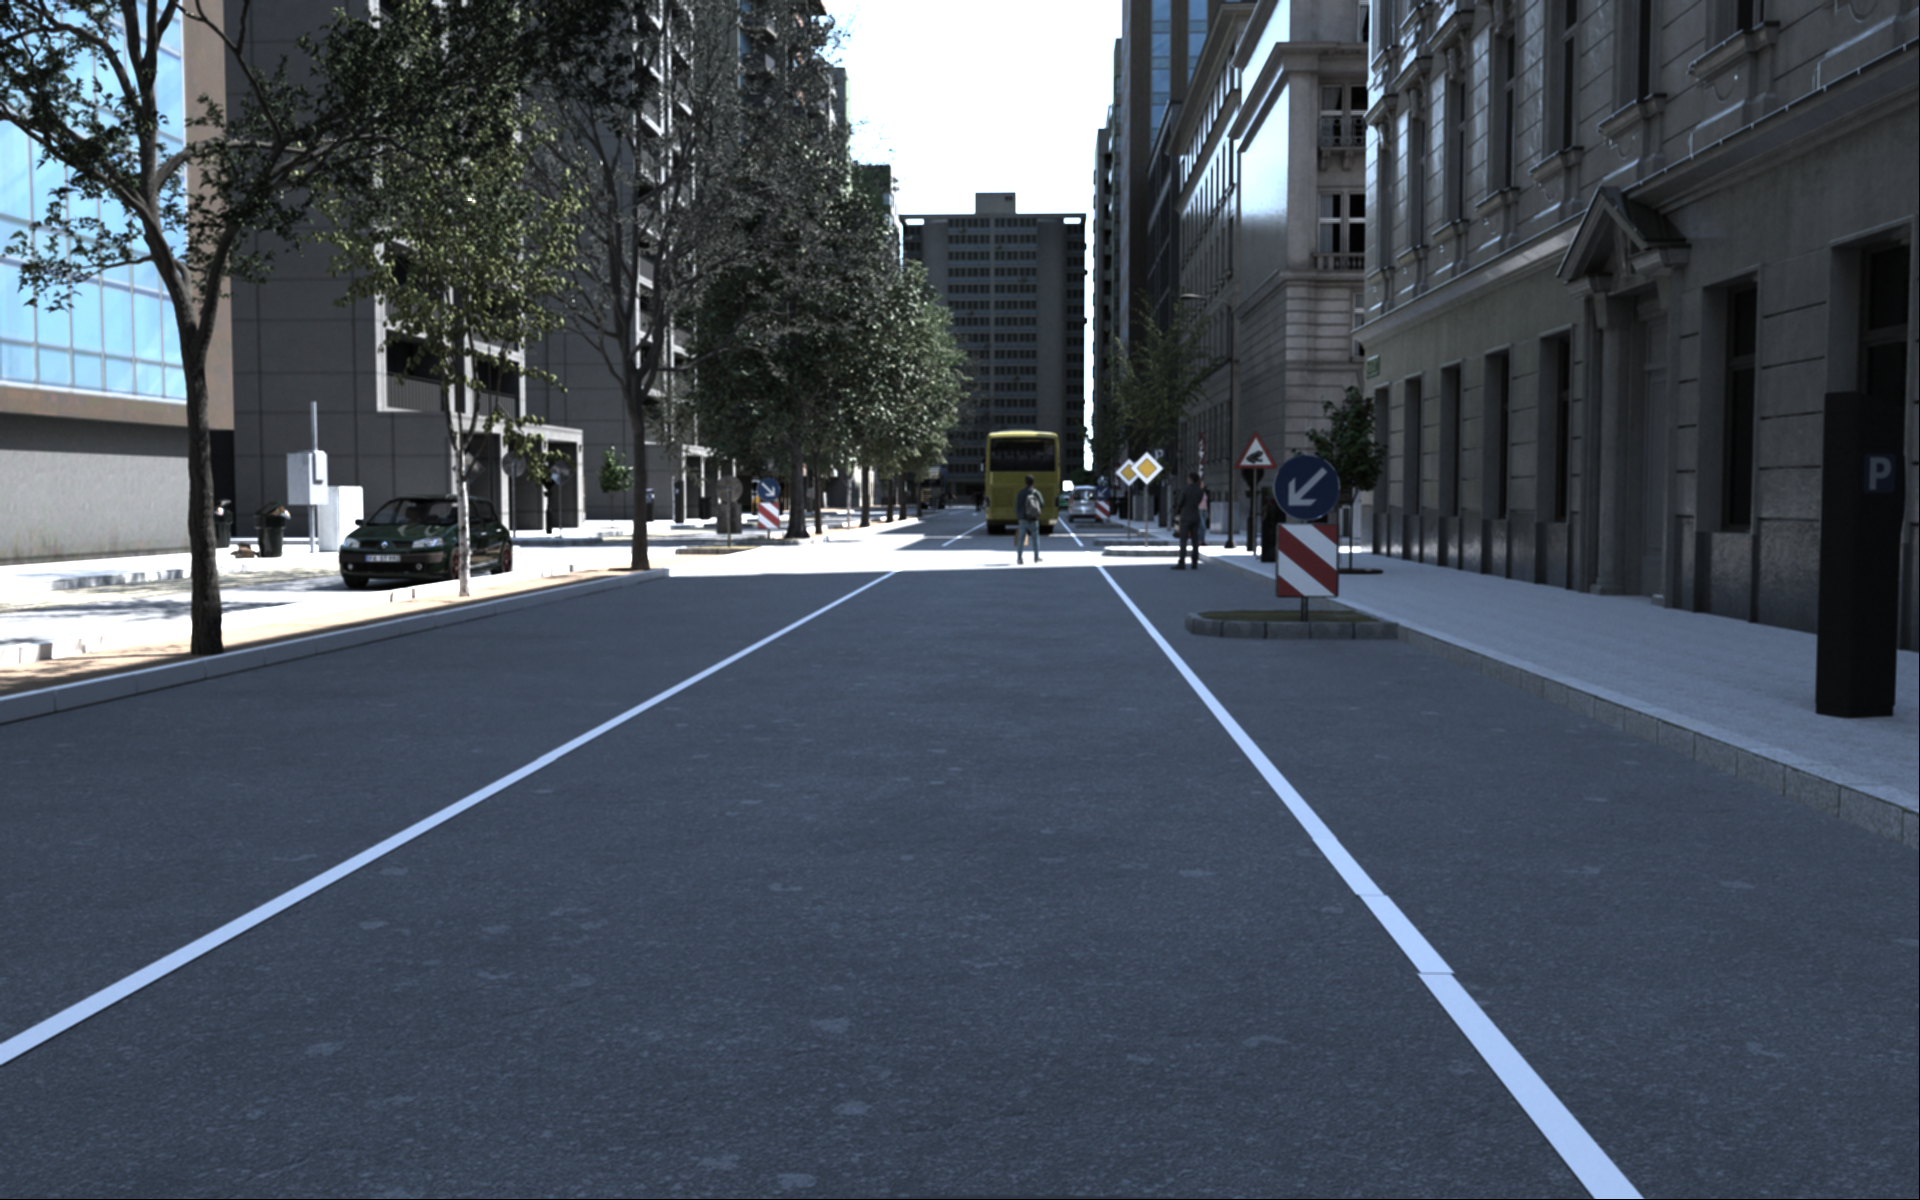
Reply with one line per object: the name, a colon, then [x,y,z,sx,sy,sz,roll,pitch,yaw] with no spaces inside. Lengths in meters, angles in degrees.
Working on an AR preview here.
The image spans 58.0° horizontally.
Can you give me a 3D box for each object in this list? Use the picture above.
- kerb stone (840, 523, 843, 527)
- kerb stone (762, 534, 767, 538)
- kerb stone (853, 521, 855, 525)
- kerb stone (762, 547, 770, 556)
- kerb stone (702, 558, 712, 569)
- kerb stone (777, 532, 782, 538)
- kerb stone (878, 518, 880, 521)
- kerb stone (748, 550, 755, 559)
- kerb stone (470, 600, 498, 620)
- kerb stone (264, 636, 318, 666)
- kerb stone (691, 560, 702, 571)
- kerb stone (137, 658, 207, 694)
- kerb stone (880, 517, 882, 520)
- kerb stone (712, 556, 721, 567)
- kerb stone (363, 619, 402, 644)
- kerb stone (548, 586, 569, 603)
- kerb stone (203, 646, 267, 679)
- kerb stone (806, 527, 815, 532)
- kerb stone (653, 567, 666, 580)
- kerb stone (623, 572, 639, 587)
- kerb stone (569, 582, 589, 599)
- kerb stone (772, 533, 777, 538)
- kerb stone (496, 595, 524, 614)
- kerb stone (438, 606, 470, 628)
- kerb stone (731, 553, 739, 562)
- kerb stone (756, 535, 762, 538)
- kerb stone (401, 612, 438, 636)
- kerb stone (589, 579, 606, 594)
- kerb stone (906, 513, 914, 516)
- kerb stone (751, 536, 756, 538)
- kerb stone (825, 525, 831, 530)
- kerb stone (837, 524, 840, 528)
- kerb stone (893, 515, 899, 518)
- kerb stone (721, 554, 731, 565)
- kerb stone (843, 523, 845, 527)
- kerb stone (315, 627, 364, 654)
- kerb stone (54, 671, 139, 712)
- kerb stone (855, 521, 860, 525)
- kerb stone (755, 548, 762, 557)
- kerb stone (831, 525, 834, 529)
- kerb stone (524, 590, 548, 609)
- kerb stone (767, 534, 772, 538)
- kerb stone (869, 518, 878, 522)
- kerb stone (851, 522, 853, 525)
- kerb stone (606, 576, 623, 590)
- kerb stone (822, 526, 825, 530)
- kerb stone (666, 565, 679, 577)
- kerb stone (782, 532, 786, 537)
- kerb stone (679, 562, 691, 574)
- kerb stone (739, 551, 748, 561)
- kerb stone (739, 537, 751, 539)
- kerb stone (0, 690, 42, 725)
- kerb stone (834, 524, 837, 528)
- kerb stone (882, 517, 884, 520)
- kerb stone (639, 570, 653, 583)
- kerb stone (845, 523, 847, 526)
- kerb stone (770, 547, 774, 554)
kerb stone: [-5.241,-3.160,73.953,0.120,0.150,1.000,0,4,3]
kerb stone: [-6.170,-1.909,53.450,0.120,0.150,1.000,0,4,3]
kerb stone: [-5.007,-3.471,79.080,0.120,0.150,1.000,0,4,3]
kerb stone: [-4.653,-1.121,40.532,0.120,0.150,1.000,0,4,3]
kerb stone: [-4.984,-0.683,33.360,0.120,0.150,1.000,0,4,3]
kerb stone: [-6.033,-2.099,56.518,0.120,0.150,1.000,0,4,3]
kerb stone: [-4.446,-4.230,91.362,0.120,0.150,1.000,0,4,3]
kerb stone: [-4.753,-0.992,38.481,0.120,0.150,1.000,0,4,3]
kerb stone: [-5.594,0.138,20.043,0.120,0.150,1.000,0,4,3]
kerb stone: [-5.820,0.445,14.929,0.120,0.150,1.000,0,4,3]
kerb stone: [-5.028,-0.618,32.334,0.120,0.150,1.000,0,4,3]
kerb stone: [-5.919,0.572,12.887,0.120,0.150,1.000,0,4,3]
kerb stone: [-4.397,-4.291,92.383,0.120,0.150,1.000,0,4,3]
kerb stone: [-4.943,-0.746,34.387,0.120,0.150,1.000,0,4,3]
kerb stone: [-5.735,0.323,16.977,0.120,0.150,1.000,0,4,3]
kerb stone: [-5.442,-0.056,23.105,0.120,0.150,1.000,0,4,3]
kerb stone: [-5.868,0.508,13.908,0.120,0.150,1.000,0,4,3]
kerb stone: [-5.656,-2.601,64.727,0.120,0.150,1.000,0,4,3]
kerb stone: [-5.172,-0.432,29.252,0.120,0.150,1.000,0,4,3]
kerb stone: [-5.252,-0.306,27.195,0.120,0.150,1.000,0,4,3]
kerb stone: [-5.398,-0.118,24.127,0.120,0.150,1.000,0,4,3]
kerb stone: [-6.078,-2.036,55.493,0.120,0.150,1.000,0,4,3]
kerb stone: [-5.537,0.069,21.063,0.120,0.150,1.000,0,4,3]
kerb stone: [-5.637,0.200,19.022,0.120,0.150,1.000,0,4,3]
kerb stone: [-4.839,-0.869,36.435,0.120,0.150,1.000,0,4,3]
kerb stone: [-6.218,-1.842,52.429,0.120,0.150,1.000,0,4,3]
kerb stone: [-5.684,0.257,17.998,0.120,0.150,1.000,0,4,3]
kerb stone: [-5.359,-0.176,25.151,0.120,0.150,1.000,0,4,3]
kerb stone: [-3.327,-5.728,115.918,0.120,0.150,1.000,0,4,3]
kerb stone: [-6.264,-1.786,51.398,0.120,0.150,1.000,0,4,3]
kerb stone: [-5.432,-2.914,69.843,0.120,0.150,1.000,0,4,3]
kerb stone: [-5.286,-3.094,72.918,0.120,0.150,1.000,0,4,3]
kerb stone: [-3.849,-5.041,104.669,0.120,0.150,1.000,0,4,3]
kerb stone: [-4.886,-0.808,35.409,0.120,0.150,1.000,0,4,3]
kerb stone: [-5.193,-3.222,74.974,0.120,0.150,1.000,0,4,3]
kerb stone: [-5.773,0.382,15.956,0.120,0.150,1.000,0,4,3]
kerb stone: [-5.962,0.632,11.866,0.120,0.150,1.000,0,4,3]
kerb stone: [-4.908,-3.605,81.136,0.120,0.150,1.000,0,4,3]
kerb stone: [-4.706,-1.055,39.506,0.120,0.150,1.000,0,4,3]
kerb stone: [-5.371,-2.977,70.867,0.120,0.150,1.000,0,4,3]
kerb stone: [-5.489,0.007,22.084,0.120,0.150,1.000,0,4,3]
kerb stone: [-6.126,-1.969,54.471,0.120,0.150,1.000,0,4,3]
kerb stone: [-4.492,-4.163,90.333,0.120,0.150,1.000,0,4,3]
kerb stone: [-5.054,-3.416,78.053,0.120,0.150,1.000,0,4,3]
kerb stone: [-5.307,-0.243,26.171,0.120,0.150,1.000,0,4,3]
kerb stone: [-5.511,-2.789,67.800,0.120,0.150,1.000,0,4,3]
kerb stone: [-5.116,-0.494,30.275,0.120,0.150,1.000,0,4,3]
kerb stone: [-5.983,-2.162,57.546,0.120,0.150,1.000,0,4,3]
kerb stone: [-5.070,-0.557,31.312,0.120,0.150,1.000,0,4,3]
kerb stone: [-4.791,-0.934,37.460,0.120,0.150,1.000,0,4,3]
kerb stone: [-6.301,-1.722,50.376,0.120,0.150,1.000,0,4,3]
kerb stone: [-6.014,0.694,10.845,0.120,0.150,1.000,0,4,3]
kerb stone: [-5.325,-3.037,71.896,0.120,0.150,1.000,0,4,3]
kerb stone: [-4.362,-4.354,93.408,0.120,0.150,1.000,0,4,3]
kerb stone: [-5.222,-0.368,28.224,0.120,0.150,1.000,0,4,3]
kerb stone: [-5.150,-3.291,75.999,0.120,0.150,1.000,0,4,3]
kerb stone: [-4.609,-1.184,41.553,0.120,0.150,1.000,0,4,3]
